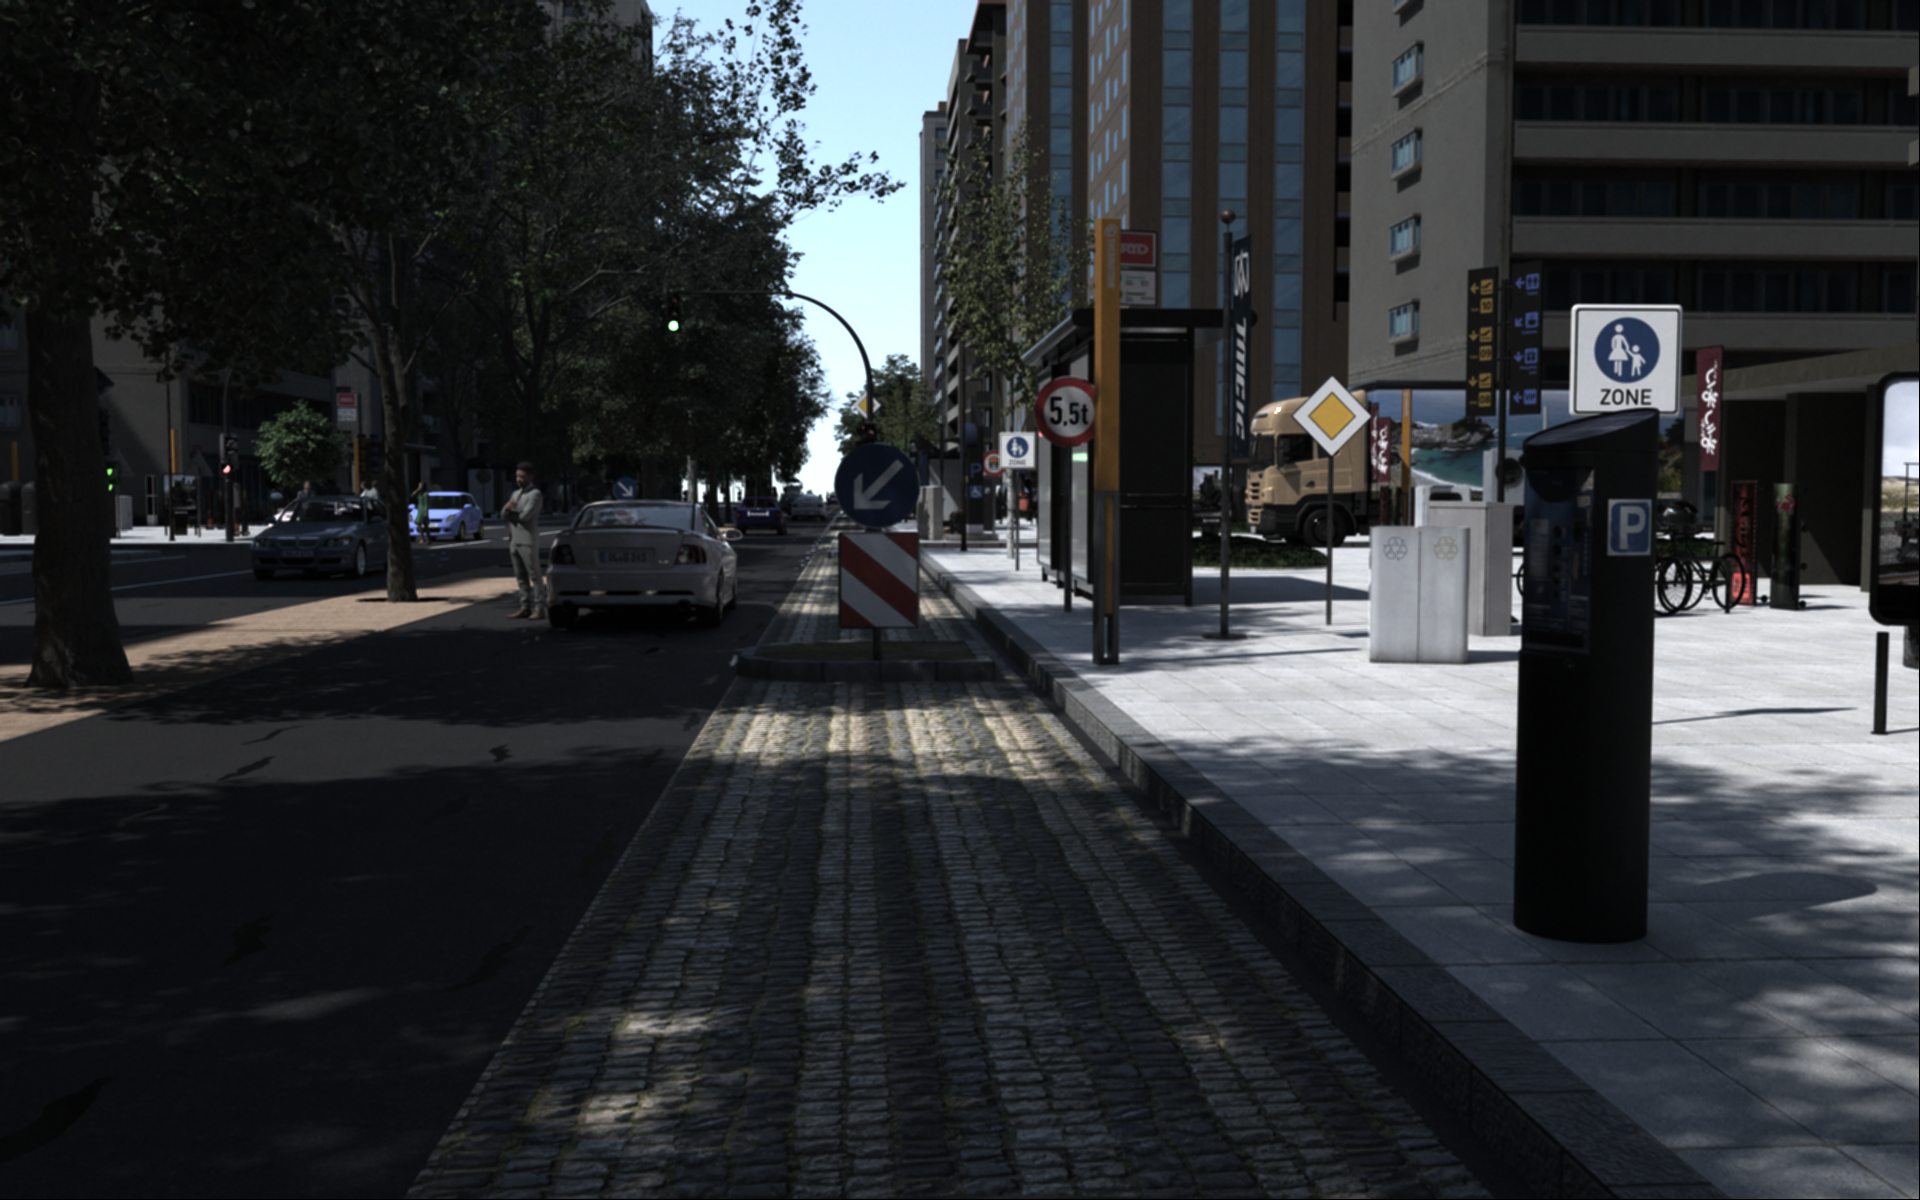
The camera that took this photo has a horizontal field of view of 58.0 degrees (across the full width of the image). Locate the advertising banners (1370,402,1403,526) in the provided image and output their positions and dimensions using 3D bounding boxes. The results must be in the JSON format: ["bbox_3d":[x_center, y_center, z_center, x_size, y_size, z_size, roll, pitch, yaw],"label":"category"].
[{"bbox_3d":[7.956,-2.217,32.433,0.090,3.025,2.074,0,4,-2],"label":"advertising banners"}]

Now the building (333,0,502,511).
[{"bbox_3d":[-41.328,-27.124,127.073,14.154,41.232,14.086,0,4,-4],"label":"building"}]

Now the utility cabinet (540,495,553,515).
[{"bbox_3d":[-25.685,-5.868,107.101,1.020,1.237,0.306,1,4,9],"label":"utility cabinet"}]

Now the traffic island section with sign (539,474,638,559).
[{"bbox_3d":[-8.426,-1.891,39.052,2.006,1.907,1.989,0,4,-4],"label":"traffic island section with sign"}]

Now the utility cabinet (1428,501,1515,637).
[{"bbox_3d":[4.723,-0.299,16.044,0.306,1.237,1.020,-1,4,-15],"label":"utility cabinet"}]

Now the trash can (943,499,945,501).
[{"bbox_3d":[-0.827,-2.612,54.366,0.748,1.137,0.748,0,3,0],"label":"trash can"}]

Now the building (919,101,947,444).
[{"bbox_3d":[4.333,-44.338,266.927,21.231,58.520,28.212,0,4,-4],"label":"building"}]

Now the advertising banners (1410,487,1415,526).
[{"bbox_3d":[10.063,-2.618,38.989,0.090,3.025,2.074,-2,4,-32],"label":"advertising banners"}]

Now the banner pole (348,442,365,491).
[{"bbox_3d":[-25.558,-5.111,73.581,0.863,3.779,0.401,0,4,-3],"label":"banner pole"}]

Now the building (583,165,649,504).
[{"bbox_3d":[-51.653,-34.916,225.498,22.147,44.769,28.867,0,4,-4],"label":"building"}]

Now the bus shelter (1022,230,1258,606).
[{"bbox_3d":[2.081,-2.829,23.885,2.179,5.291,8.768,0,4,-3],"label":"bus shelter"}]

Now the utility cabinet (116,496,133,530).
[{"bbox_3d":[-29.951,-3.108,61.971,0.306,1.237,1.020,0,4,-5],"label":"utility cabinet"}]

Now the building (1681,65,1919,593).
[{"bbox_3d":[21.946,-21.940,13.340,22.147,44.769,28.867,0,4,-4],"label":"building"}]

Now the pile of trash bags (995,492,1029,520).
[{"bbox_3d":[1.832,-4.639,85.595,3.447,1.369,1.912,1,4,17],"label":"pile of trash bags"}]

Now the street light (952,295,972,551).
[{"bbox_3d":[0.084,-4.041,38.859,0.468,5.910,1.993,0,4,-4],"label":"street light"}]

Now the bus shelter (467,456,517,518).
[{"bbox_3d":[-25.780,-6.184,95.028,2.014,3.302,5.546,0,4,-4],"label":"bus shelter"}]

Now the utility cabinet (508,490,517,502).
[{"bbox_3d":[-25.748,-5.652,101.089,1.173,1.500,0.318,-3,4,-38],"label":"utility cabinet"}]

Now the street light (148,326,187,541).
[{"bbox_3d":[-21.577,-4.555,47.255,0.468,5.910,1.993,0,4,-4],"label":"street light"}]

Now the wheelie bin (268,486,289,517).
[{"bbox_3d":[-26.154,-3.581,66.451,0.693,1.594,0.980,-3,4,-36],"label":"wheelie bin"}]

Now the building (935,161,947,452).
[{"bbox_3d":[8.046,-37.824,238.031,23.786,49.044,30.456,0,4,-4],"label":"building"}]

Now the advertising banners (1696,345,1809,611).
[{"bbox_3d":[9.023,-1.447,19.851,0.090,3.025,2.074,-1,4,-10],"label":"advertising banners"}]

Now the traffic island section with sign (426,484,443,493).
[{"bbox_3d":[-20.861,-3.662,68.506,1.989,1.847,2.006,0,4,-4],"label":"traffic island section with sign"}]

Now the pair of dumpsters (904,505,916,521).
[{"bbox_3d":[-2.140,-5.060,85.228,1.574,2.255,4.437,0,4,-3],"label":"pair of dumpsters"}]

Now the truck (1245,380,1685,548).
[{"bbox_3d":[12.361,-3.368,43.973,11.283,4.237,2.839,0,4,-3],"label":"truck"}]

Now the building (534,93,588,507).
[{"bbox_3d":[-44.967,-29.749,169.984,14.154,41.232,14.086,0,4,-4],"label":"building"}]

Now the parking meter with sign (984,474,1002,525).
[{"bbox_3d":[1.020,-4.655,72.371,1.738,3.016,0.543,-2,4,-29],"label":"parking meter with sign"}]

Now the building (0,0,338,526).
[{"bbox_3d":[-42.300,-27.758,77.544,21.300,48.544,21.600,0,4,-4],"label":"building"}]

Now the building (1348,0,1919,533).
[{"bbox_3d":[26.521,-27.025,65.557,21.600,48.544,21.300,0,4,-4],"label":"building"}]

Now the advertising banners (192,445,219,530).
[{"bbox_3d":[-27.037,-4.048,62.377,0.090,3.025,2.074,0,4,7],"label":"advertising banners"}]

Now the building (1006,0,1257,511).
[{"bbox_3d":[10.556,-28.416,114.715,14.600,45.320,14.200,0,4,-4],"label":"building"}]

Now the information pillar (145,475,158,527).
[{"bbox_3d":[-31.773,-3.889,68.085,0.304,2.012,0.304,0,4,1],"label":"information pillar"}]

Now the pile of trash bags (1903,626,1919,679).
[{"bbox_3d":[7.903,-0.172,12.559,1.912,1.369,3.447,2,4,27],"label":"pile of trash bags"}]

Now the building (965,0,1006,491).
[{"bbox_3d":[11.852,-30.536,153.887,22.147,44.769,28.867,0,4,-4],"label":"building"}]

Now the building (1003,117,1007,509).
[{"bbox_3d":[10.092,-22.081,132.726,14.160,30.474,14.107,0,4,-4],"label":"building"}]

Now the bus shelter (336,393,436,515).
[{"bbox_3d":[-23.721,-5.731,71.336,2.179,5.291,8.768,0,4,-3],"label":"bus shelter"}]

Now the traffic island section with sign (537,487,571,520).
[{"bbox_3d":[-22.523,-5.308,95.410,1.989,1.847,2.006,0,4,-4],"label":"traffic island section with sign"}]

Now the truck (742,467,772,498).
[{"bbox_3d":[-20.026,-11.199,172.014,2.839,4.237,11.283,0,4,-5],"label":"truck"}]

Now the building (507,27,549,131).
[{"bbox_3d":[-47.489,-30.180,148.062,22.147,44.769,28.867,0,4,-4],"label":"building"}]

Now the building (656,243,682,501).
[{"bbox_3d":[-50.952,-35.765,268.350,14.154,41.232,14.086,0,4,-4],"label":"building"}]

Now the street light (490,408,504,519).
[{"bbox_3d":[-24.183,-7.208,90.638,0.468,5.910,1.993,0,4,-4],"label":"street light"}]

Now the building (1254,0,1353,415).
[{"bbox_3d":[14.181,-26.659,85.993,14.600,45.320,14.200,0,4,-4],"label":"building"}]

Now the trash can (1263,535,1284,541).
[{"bbox_3d":[8.639,-2.201,47.639,0.748,1.137,0.748,0,3,0],"label":"trash can"}]

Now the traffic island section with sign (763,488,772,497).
[{"bbox_3d":[-13.527,-6.930,121.440,2.006,1.907,1.989,0,4,-4],"label":"traffic island section with sign"}]

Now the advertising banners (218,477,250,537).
[{"bbox_3d":[-21.953,-3.442,52.465,0.090,3.025,2.074,0,4,-3],"label":"advertising banners"}]

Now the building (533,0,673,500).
[{"bbox_3d":[-52.493,-49.619,249.518,20.563,71.187,20.611,0,4,-4],"label":"building"}]

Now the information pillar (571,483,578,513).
[{"bbox_3d":[-26.441,-6.994,118.848,0.304,2.012,0.304,1,4,17],"label":"information pillar"}]

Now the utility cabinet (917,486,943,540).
[{"bbox_3d":[-0.844,-2.403,47.975,0.318,1.500,1.173,-2,4,-23],"label":"utility cabinet"}]

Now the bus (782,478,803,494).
[{"bbox_3d":[-25.753,-16.898,267.831,2.896,3.916,12.252,0,4,-3],"label":"bus"}]

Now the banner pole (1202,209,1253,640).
[{"bbox_3d":[2.396,-1.535,15.115,0.401,3.779,0.863,-1,4,-9],"label":"banner pole"}]

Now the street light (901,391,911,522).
[{"bbox_3d":[-2.441,-6.442,78.115,0.468,5.910,1.993,0,4,-4],"label":"street light"}]

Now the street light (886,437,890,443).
[{"bbox_3d":[-5.067,-9.117,121.844,0.468,5.910,1.993,0,4,-4],"label":"street light"}]

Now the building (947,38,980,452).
[{"bbox_3d":[9.842,-33.956,178.882,21.300,48.544,21.600,0,4,-4],"label":"building"}]

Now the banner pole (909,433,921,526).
[{"bbox_3d":[-1.798,-4.934,70.692,0.401,3.779,0.863,-3,5,-43],"label":"banner pole"}]

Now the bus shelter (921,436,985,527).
[{"bbox_3d":[-0.295,-4.245,63.337,2.014,3.302,5.546,0,4,-4],"label":"bus shelter"}]

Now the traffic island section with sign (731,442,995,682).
[{"bbox_3d":[-0.783,-0.332,14.049,1.989,1.847,2.006,0,4,-4],"label":"traffic island section with sign"}]

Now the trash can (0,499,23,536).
[{"bbox_3d":[-29.128,-2.538,53.156,0.748,1.137,0.748,0,3,0],"label":"trash can"}]
